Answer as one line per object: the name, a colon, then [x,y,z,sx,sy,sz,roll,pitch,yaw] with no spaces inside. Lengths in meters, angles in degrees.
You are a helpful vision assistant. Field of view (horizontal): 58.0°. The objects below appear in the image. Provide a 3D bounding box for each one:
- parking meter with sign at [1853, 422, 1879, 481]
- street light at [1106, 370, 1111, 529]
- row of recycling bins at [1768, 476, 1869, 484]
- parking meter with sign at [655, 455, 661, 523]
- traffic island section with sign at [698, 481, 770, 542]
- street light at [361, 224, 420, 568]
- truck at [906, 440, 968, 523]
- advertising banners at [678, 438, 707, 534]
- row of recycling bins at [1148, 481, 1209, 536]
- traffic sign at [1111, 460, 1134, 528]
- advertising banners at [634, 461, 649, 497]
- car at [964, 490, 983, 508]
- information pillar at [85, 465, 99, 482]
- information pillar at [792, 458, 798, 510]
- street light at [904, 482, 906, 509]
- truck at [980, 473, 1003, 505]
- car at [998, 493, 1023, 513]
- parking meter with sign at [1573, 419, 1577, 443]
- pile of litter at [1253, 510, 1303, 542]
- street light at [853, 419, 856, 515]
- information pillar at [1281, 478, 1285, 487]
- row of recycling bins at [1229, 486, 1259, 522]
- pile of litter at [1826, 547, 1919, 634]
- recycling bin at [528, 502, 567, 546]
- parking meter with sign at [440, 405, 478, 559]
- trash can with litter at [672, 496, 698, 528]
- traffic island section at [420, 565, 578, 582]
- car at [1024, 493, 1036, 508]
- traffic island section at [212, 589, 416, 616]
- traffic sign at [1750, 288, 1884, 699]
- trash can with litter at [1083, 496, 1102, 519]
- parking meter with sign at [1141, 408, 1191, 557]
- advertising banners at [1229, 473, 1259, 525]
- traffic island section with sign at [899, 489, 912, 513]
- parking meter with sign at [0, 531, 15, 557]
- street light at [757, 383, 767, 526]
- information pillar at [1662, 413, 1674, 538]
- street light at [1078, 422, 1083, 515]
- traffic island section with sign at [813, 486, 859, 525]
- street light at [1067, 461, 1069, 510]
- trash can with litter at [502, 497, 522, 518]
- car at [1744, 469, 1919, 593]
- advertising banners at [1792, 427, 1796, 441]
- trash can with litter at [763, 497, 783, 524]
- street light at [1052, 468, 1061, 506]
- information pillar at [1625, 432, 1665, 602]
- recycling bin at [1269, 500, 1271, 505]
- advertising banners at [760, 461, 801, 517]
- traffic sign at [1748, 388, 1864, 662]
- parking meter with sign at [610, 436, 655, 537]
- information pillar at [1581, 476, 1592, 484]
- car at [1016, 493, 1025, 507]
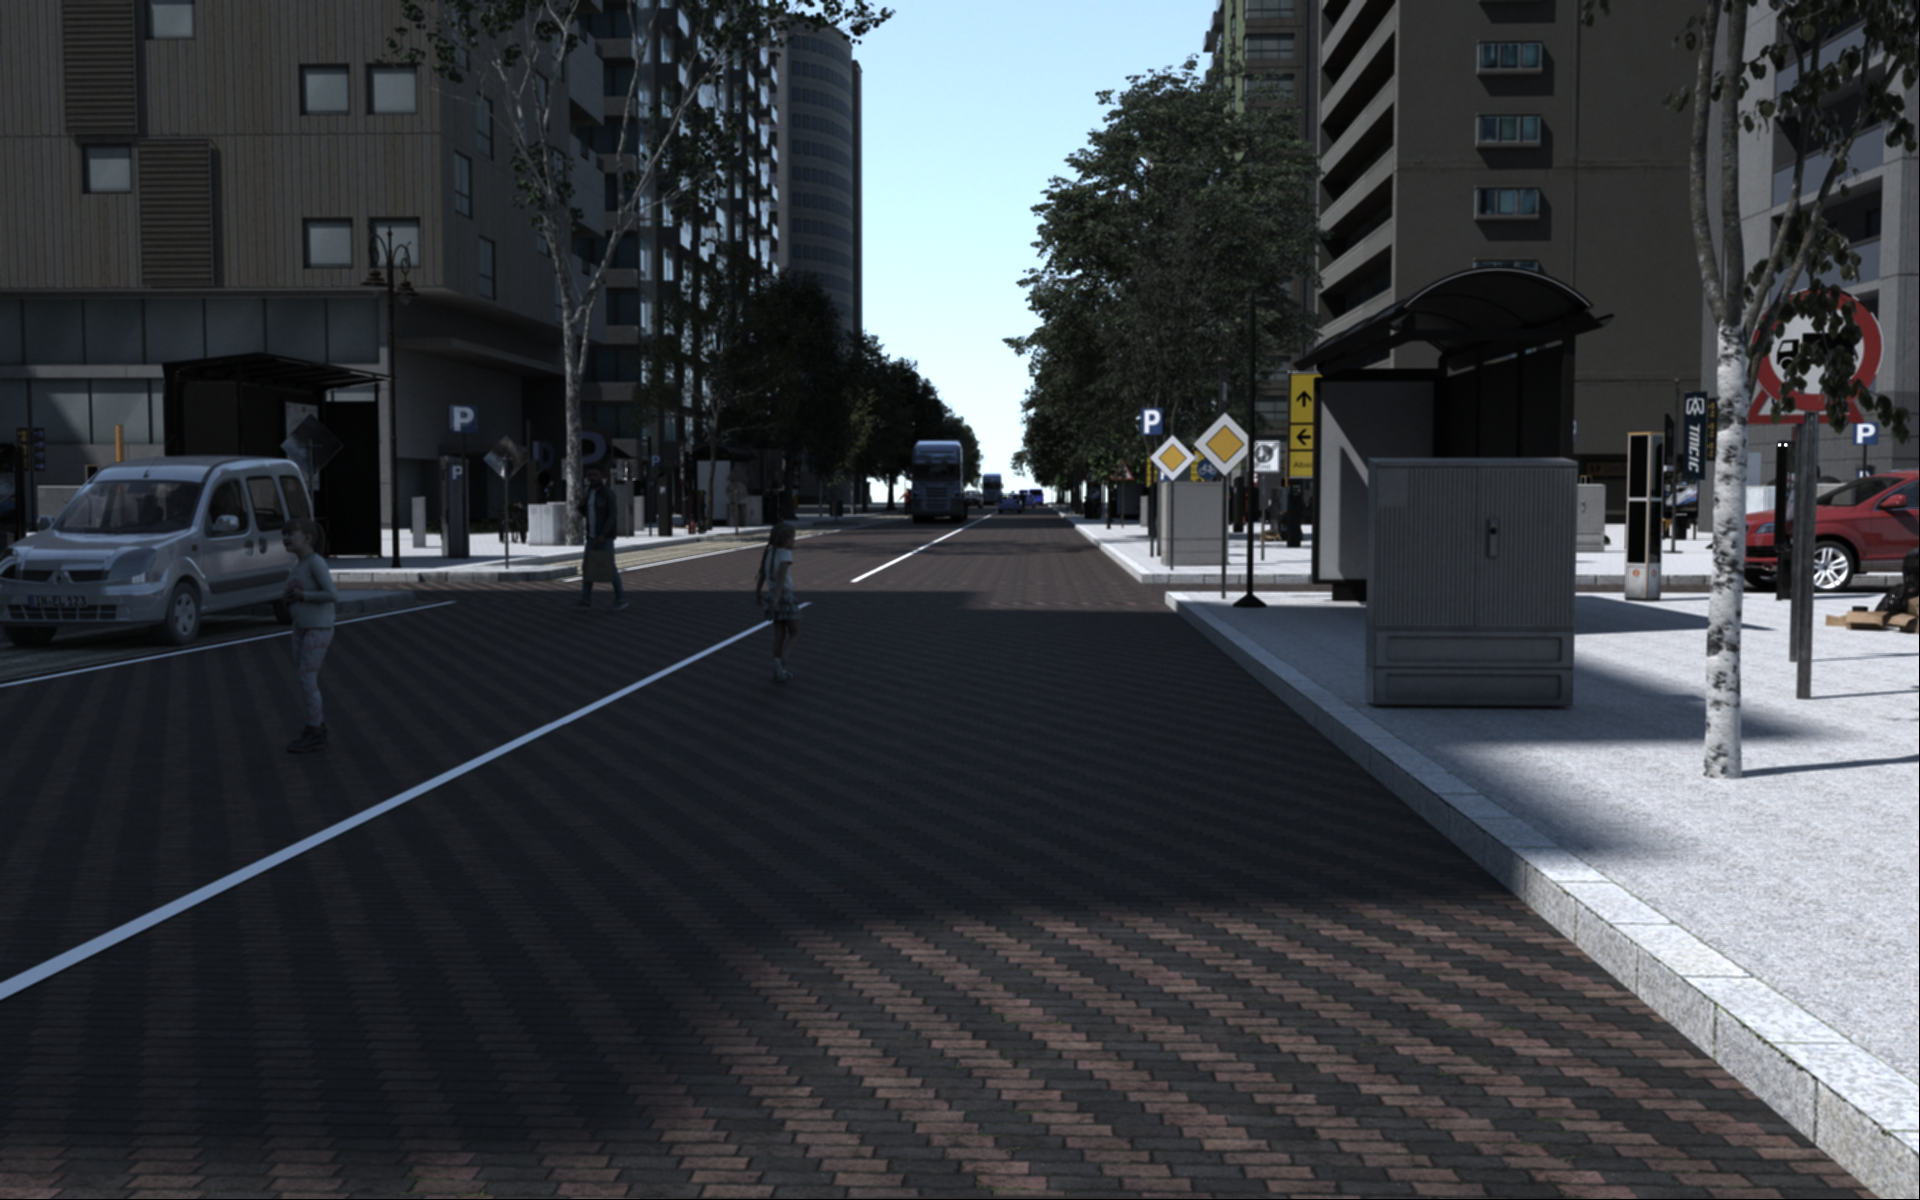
parking meter with sign: [22.411,-2.848,42.819,0.543,3.016,1.738,2,4,31]
street light: [5.476,-5.553,63.581,0.468,5.910,1.993,0,4,2]
row of recycling bins: [20.431,-2.004,39.883,3.534,1.692,1.069,1,4,9]
parking meter with sign: [-13.949,-4.970,77.527,0.543,3.016,1.738,-2,4,-32]
traffic island section with sign: [-6.802,-2.689,52.590,1.989,1.847,2.006,0,4,2]
street light: [-9.825,-3.500,30.009,0.468,5.910,1.993,0,4,2]
truck: [-0.950,-6.301,92.779,2.967,4.110,18.799,0,4,1]
advertising banners: [-8.581,-3.625,55.459,0.090,3.025,2.074,1,4,16]
row of recycling bins: [7.010,-2.897,54.471,1.069,1.692,3.534,3,4,38]
traffic sign: [6.148,-4.001,65.428,0.884,2.594,0.081,1,4,12]
advertising banners: [-17.406,-5.893,92.533,2.074,3.025,0.090,2,4,28]
car: [1.246,-10.270,176.590,2.281,1.827,5.304,0,4,4]
information pillar: [-21.910,-2.403,43.776,0.304,2.012,0.304,-2,4,-30]
information pillar: [-9.620,-6.652,100.110,0.504,3.616,0.183,-1,4,-20]
street light: [-4.679,-10.685,147.488,0.468,5.910,1.993,0,4,2]
truck: [4.515,-14.664,229.508,2.967,4.110,18.799,0,4,3]
car: [3.794,-7.402,130.610,1.945,1.707,3.694,0,4,4]
parking meter with sign: [13.526,-2.722,40.763,1.738,3.016,0.543,2,4,31]
pile of litter: [8.651,-2.034,47.228,1.719,0.858,1.176,-2,4,-24]
street light: [-6.470,-8.174,106.427,0.468,5.910,1.993,0,4,2]
information pillar: [14.982,-4.611,79.885,0.304,2.012,0.304,3,4,36]
row of recycling bins: [12.773,-4.520,81.022,1.069,1.692,3.534,3,5,43]
pile of litter: [8.945,-0.145,16.329,1.176,0.858,1.719,0,4,2]
recycling bin: [-10.321,-1.881,43.316,0.722,1.027,0.722,1,4,11]
parking meter with sign: [-10.116,-2.355,34.759,0.543,3.016,1.738,-2,4,-27]
trash can with litter: [-10.376,-3.343,65.721,1.678,1.210,2.233,-1,4,-17]
traffic island section: [-7.788,-0.454,29.706,2.009,0.180,2.903,0,4,2]
car: [6.887,-10.352,178.850,1.945,1.707,3.694,0,4,2]
traffic island section: [-8.130,0.034,21.728,2.009,0.180,2.903,0,4,2]
traffic sign: [5.286,-0.652,10.774,0.768,2.556,0.104,1,4,11]
trash can with litter: [6.816,-4.727,88.668,1.055,1.170,0.624,3,5,43]
parking meter with sign: [4.455,-2.420,35.829,0.543,3.016,1.738,3,5,41]
advertising banners: [11.550,-4.581,71.086,0.090,3.025,2.074,-3,4,-38]
traffic island section with sign: [-3.527,-7.374,129.190,1.989,1.847,2.006,0,4,2]
parking meter with sign: [-11.623,-1.417,19.421,1.738,3.016,0.543,-1,4,-15]
street light: [-8.048,-5.958,70.195,0.468,5.910,1.993,0,4,2]
information pillar: [20.565,-3.599,50.197,0.504,3.616,0.183,-2,4,-33]
street light: [7.290,-8.011,103.765,0.468,5.910,1.993,0,4,2]
traffic island section with sign: [-5.662,-4.336,79.521,1.989,1.847,2.006,0,4,2]
street light: [8.679,-10.185,139.308,0.468,5.910,1.993,0,4,2]
trash can with litter: [-16.414,-3.135,62.647,0.624,1.170,1.055,3,4,38]
car: [13.948,-1.028,25.479,5.304,1.827,2.281,0,4,1]
advertising banners: [21.311,-3.012,45.431,0.090,3.025,2.074,-2,4,-32]
trash can with litter: [-8.059,-3.830,74.000,0.624,1.170,1.055,2,4,34]
street light: [12.383,-15.285,222.697,0.468,5.910,1.993,0,4,2]
information pillar: [8.214,-0.996,20.784,0.304,2.012,0.304,-3,4,-36]
recycling bin: [14.019,-3.872,75.865,0.722,1.027,0.722,-2,4,-27]
advertising banners: [-9.497,-5.902,92.691,2.074,3.025,0.090,-1,4,-13]
traffic sign: [6.378,-0.805,13.172,0.884,2.594,0.081,0,4,6]
parking meter with sign: [-10.183,-3.422,52.205,1.738,3.016,0.543,-1,4,-10]
information pillar: [25.095,-3.974,69.466,0.304,2.012,0.304,-1,4,-19]
car: [6.263,-11.022,189.808,1.945,1.707,3.694,0,4,2]
